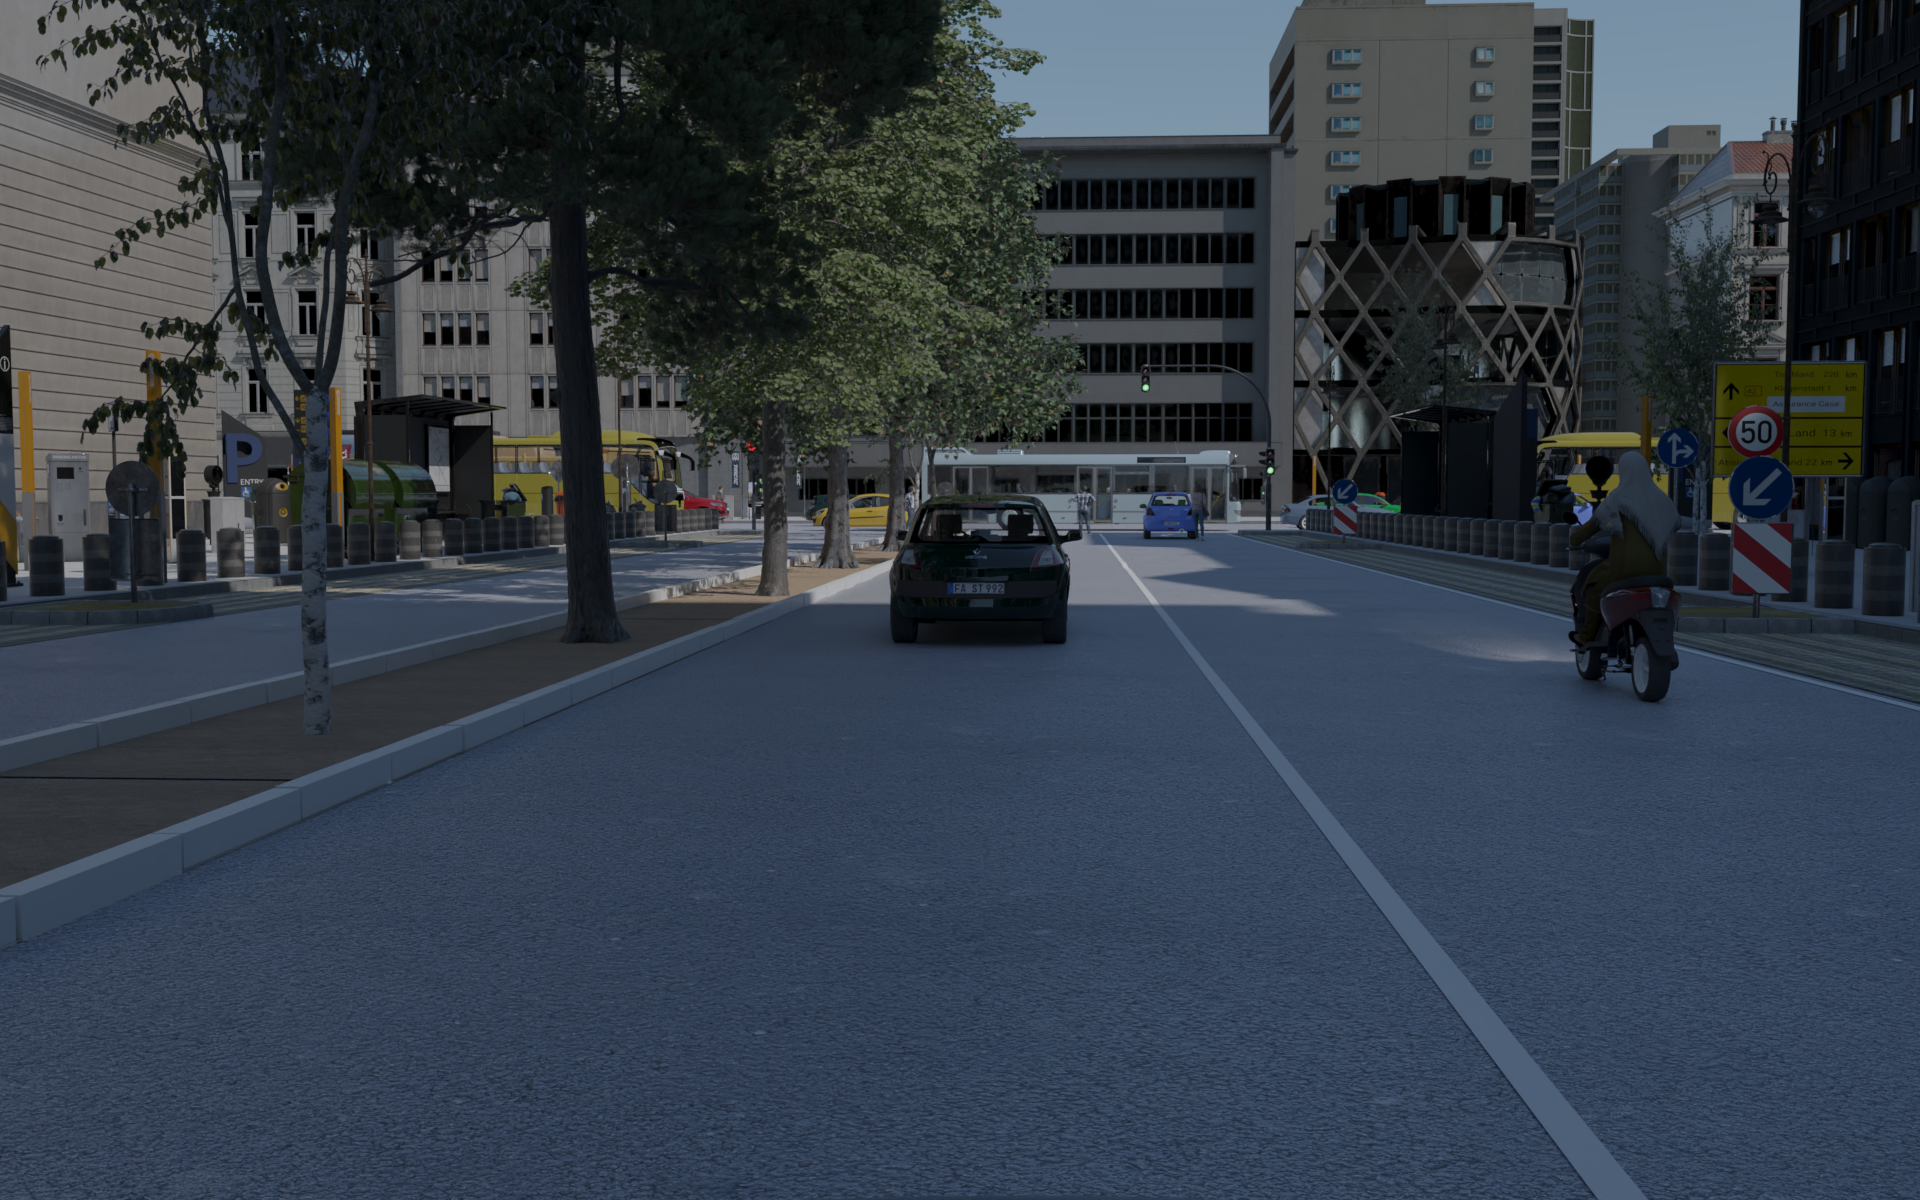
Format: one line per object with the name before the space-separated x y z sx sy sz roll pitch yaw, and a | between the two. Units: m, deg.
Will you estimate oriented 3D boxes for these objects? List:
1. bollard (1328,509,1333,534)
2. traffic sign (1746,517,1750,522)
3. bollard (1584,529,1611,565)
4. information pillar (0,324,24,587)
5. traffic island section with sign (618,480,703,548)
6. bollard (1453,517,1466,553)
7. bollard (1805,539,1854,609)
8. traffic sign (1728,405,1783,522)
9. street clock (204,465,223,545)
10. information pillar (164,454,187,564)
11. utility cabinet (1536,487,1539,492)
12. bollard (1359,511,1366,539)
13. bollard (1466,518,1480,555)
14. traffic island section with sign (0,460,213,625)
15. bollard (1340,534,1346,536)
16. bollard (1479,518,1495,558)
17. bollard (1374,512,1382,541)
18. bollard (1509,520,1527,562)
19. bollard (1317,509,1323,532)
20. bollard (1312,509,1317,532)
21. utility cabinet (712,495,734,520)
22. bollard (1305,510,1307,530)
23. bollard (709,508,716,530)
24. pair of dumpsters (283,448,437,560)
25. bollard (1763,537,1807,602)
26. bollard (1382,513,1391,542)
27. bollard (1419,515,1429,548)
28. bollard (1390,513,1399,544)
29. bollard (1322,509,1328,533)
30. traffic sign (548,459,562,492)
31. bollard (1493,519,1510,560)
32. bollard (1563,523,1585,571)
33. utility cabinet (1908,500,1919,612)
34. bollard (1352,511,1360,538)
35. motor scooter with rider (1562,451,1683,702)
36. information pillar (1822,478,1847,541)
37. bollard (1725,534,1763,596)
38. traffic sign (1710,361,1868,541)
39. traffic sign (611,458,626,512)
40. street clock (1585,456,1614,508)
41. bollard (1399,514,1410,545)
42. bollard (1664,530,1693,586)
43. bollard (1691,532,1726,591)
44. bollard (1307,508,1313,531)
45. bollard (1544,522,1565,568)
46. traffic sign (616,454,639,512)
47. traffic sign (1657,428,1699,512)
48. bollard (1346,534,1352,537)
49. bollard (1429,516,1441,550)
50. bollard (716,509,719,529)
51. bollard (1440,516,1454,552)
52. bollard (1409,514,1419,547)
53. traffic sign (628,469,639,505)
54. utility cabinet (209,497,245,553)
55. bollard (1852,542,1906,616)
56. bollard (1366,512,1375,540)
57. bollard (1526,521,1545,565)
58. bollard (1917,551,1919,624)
bollard | 12.128 -2.503 55.641 0.404 0.777 0.398 0 3 0
traffic sign | 13.882 -1.856 30.450 0.768 2.556 0.104 0 4 8
bollard | 10.382 -0.808 27.933 0.404 0.777 0.398 0 3 0
information pillar | -13.157 -1.983 23.775 0.183 3.616 0.504 0 4 5
traffic island section with sign | -8.023 -2.334 46.790 1.989 1.847 2.006 0 4 4
bollard | 10.993 -1.398 37.570 0.404 0.777 0.398 0 3 0
bollard | 9.859 -0.294 19.524 0.404 0.777 0.398 0 3 0
traffic sign | 11.413 -1.516 24.896 0.768 2.556 0.104 1 4 13
street clock | -18.727 -2.380 43.488 0.358 2.002 0.471 1 4 12
information pillar | -14.455 -1.678 31.924 0.304 2.012 0.304 -3 5 -40
utility cabinet | 17.311 -2.698 52.799 0.318 1.500 1.173 -1 4 -13
bollard | 11.750 -2.136 49.636 0.404 0.777 0.398 0 3 0
bollard | 10.917 -1.323 36.347 0.404 0.777 0.398 0 3 0
traffic island section with sign | -9.732 -0.681 19.769 1.989 1.847 2.006 0 4 4
bollard | 11.982 -2.356 53.237 0.404 0.777 0.398 0 3 0
bollard | 10.838 -1.250 35.148 0.404 0.777 0.398 0 3 0
bollard | 11.600 -1.987 47.208 0.404 0.777 0.398 0 3 0
bollard | 10.685 -1.103 32.744 0.404 0.777 0.398 0 3 0
bollard | 12.284 -2.650 58.048 0.404 0.777 0.398 0 3 0
bollard | 12.357 -2.724 59.249 0.404 0.777 0.398 0 3 0
utility cabinet | -11.765 -4.577 85.997 1.020 1.237 0.306 0 4 2
bollard | 12.504 -2.870 61.648 0.404 0.777 0.398 0 3 0
bollard | -9.032 -2.871 61.662 0.404 0.777 0.398 0 3 0
pair of dumpsters | -12.278 -2.024 35.588 1.574 2.255 4.437 0 4 4
bollard | 9.930 -0.367 20.724 0.404 0.777 0.398 0 3 0
bollard | 11.522 -1.914 46.009 0.404 0.777 0.398 0 3 0
bollard | 11.220 -1.620 41.201 0.404 0.777 0.398 0 3 0
bollard | 11.445 -1.841 44.809 0.404 0.777 0.398 0 3 0
bollard | 12.201 -2.576 56.841 0.404 0.777 0.398 0 3 0
traffic sign | -13.345 -3.451 57.617 0.795 2.450 0.064 1 4 12
bollard | 10.766 -1.176 33.948 0.404 0.777 0.398 0 3 0
bollard | 10.461 -0.882 29.142 0.404 0.777 0.398 0 3 0
utility cabinet | 10.848 -0.461 18.693 1.020 1.237 0.306 1 4 22
bollard | 11.825 -2.209 50.835 0.404 0.777 0.398 0 3 0
motor scooter with rider | 4.857 -0.222 12.589 0.876 1.779 1.986 0 4 4
information pillar | 14.009 -1.422 27.742 0.304 2.012 0.304 1 4 20
bollard | 10.004 -0.441 21.926 0.404 0.777 0.398 0 3 0
traffic sign | 12.688 -2.001 26.595 2.265 3.308 0.079 0 4 5
traffic sign | -11.664 -3.645 59.694 0.768 2.556 0.104 0 4 4
street clock | 12.064 -1.721 32.707 0.471 2.002 0.358 2 4 34
bollard | 11.371 -1.767 43.608 0.404 0.777 0.398 0 3 0
bollard | 10.155 -0.588 24.331 0.404 0.777 0.398 0 3 0
bollard | 10.084 -0.515 23.131 0.404 0.777 0.398 0 3 0
bollard | 12.437 -2.797 60.448 0.404 0.777 0.398 0 3 0
bollard | 10.537 -0.956 30.345 0.404 0.777 0.398 0 3 0
traffic sign | -10.484 -3.330 54.555 0.768 2.556 0.104 1 4 8
traffic sign | 13.893 -2.049 33.606 0.768 2.556 0.104 1 4 10
bollard | 11.905 -2.283 52.038 0.404 0.777 0.398 0 3 0
bollard | 11.145 -1.546 40.000 0.404 0.777 0.398 0 3 0
bollard | -8.954 -2.945 62.862 0.404 0.777 0.398 0 3 0
bollard | 11.065 -1.473 38.801 0.404 0.777 0.398 0 3 0
bollard | 11.294 -1.693 42.404 0.404 0.777 0.398 0 3 0
traffic sign | -11.846 -3.781 61.927 0.768 2.556 0.104 0 4 7
utility cabinet | -16.118 -1.651 38.149 0.306 1.237 1.020 0 4 4
bollard | 9.777 -0.221 18.325 0.404 0.777 0.398 0 3 0
bollard | 11.674 -2.061 48.420 0.404 0.777 0.398 0 3 0
bollard | 10.611 -1.029 31.544 0.404 0.777 0.398 0 3 0
bollard | 9.702 -0.147 17.121 0.404 0.777 0.398 0 3 0
